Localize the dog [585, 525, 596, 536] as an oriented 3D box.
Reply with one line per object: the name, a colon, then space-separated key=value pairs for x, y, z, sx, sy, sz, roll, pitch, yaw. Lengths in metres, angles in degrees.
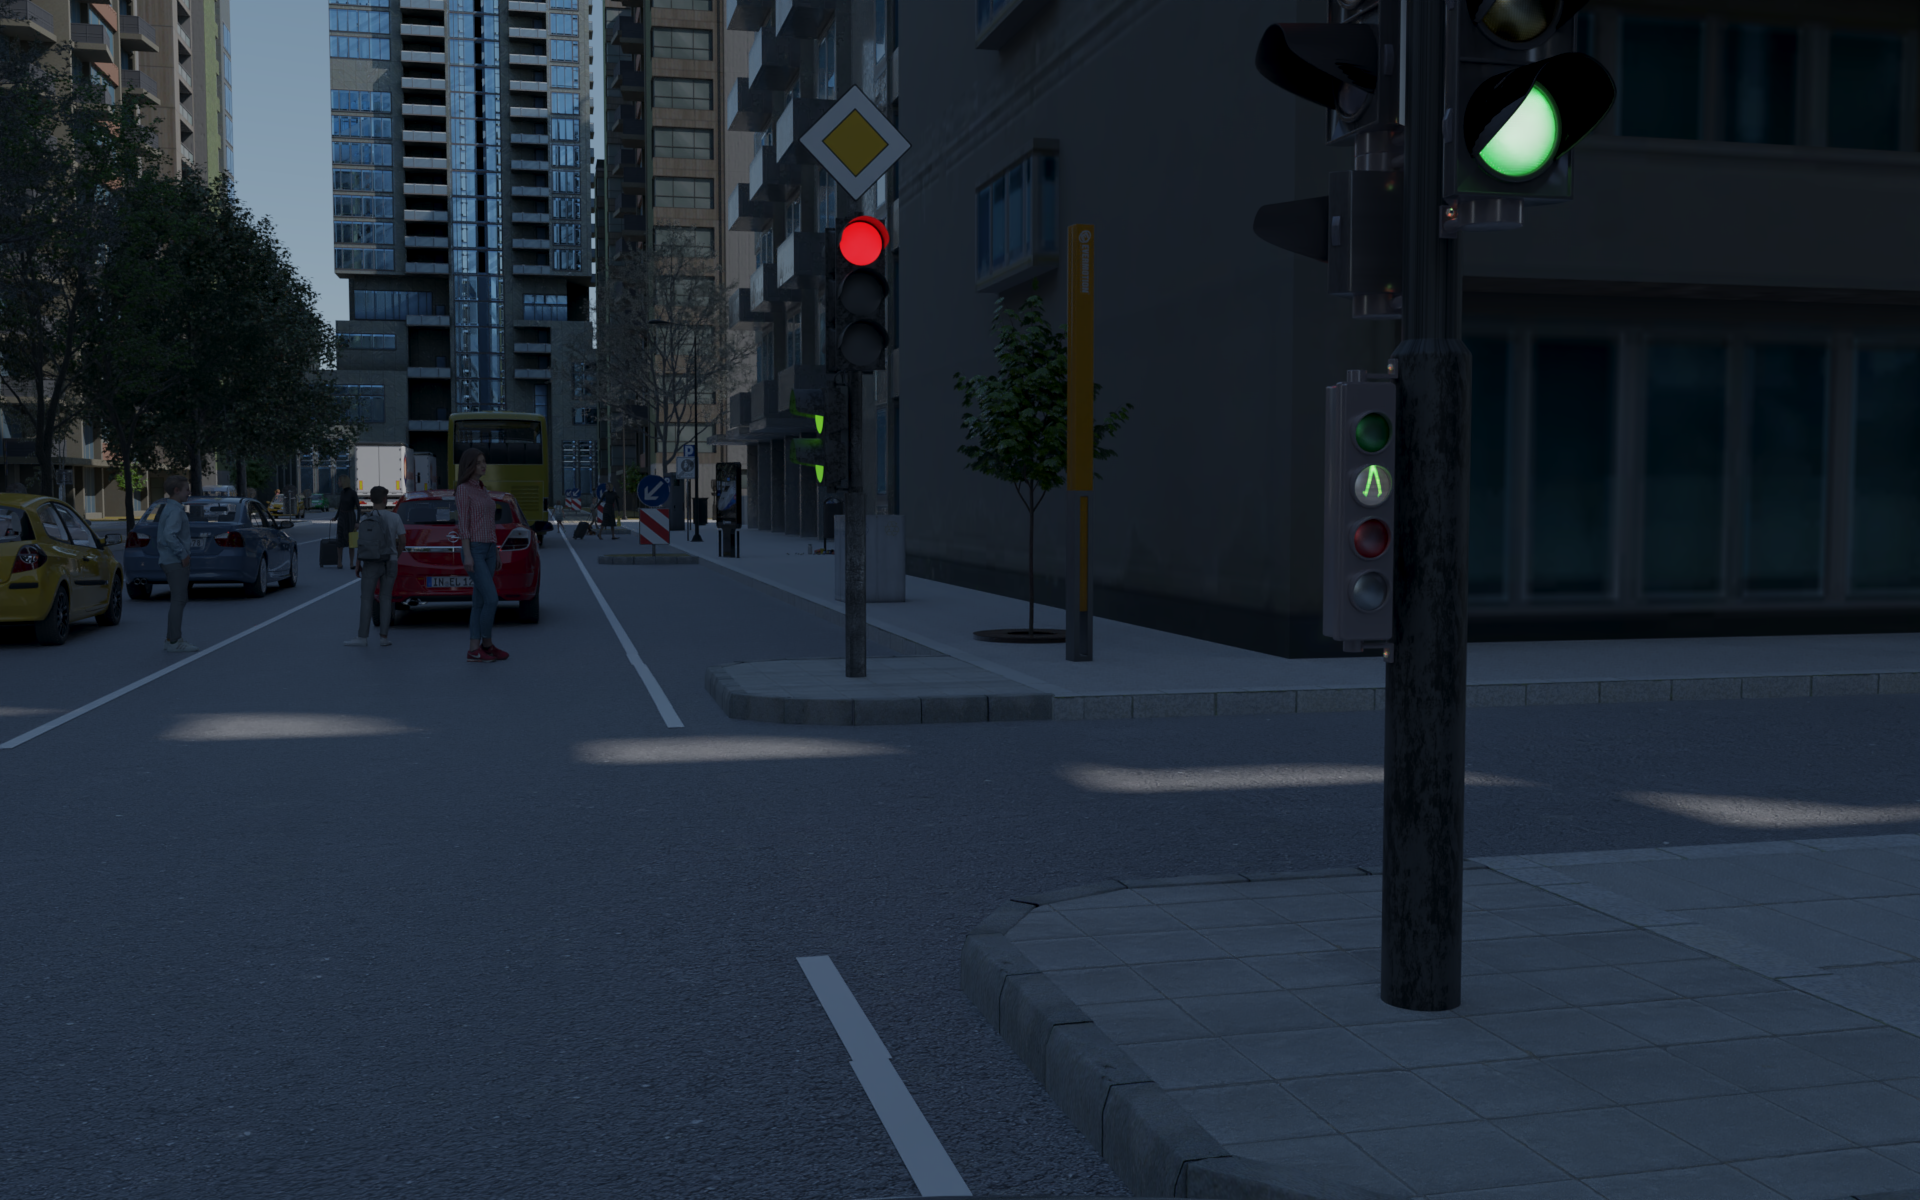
dog: x=-12.881 y=-2.441 z=60.110 sx=0.550 sy=0.427 sz=0.748 roll=1 pitch=4 yaw=9

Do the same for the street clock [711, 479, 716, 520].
street clock: x=-11.955 y=-4.875 z=84.278 sx=0.358 sy=2.002 sz=0.471 roll=-1 pitch=4 yaw=-20

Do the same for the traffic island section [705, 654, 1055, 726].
traffic island section: x=-0.709 y=0.618 z=12.174 sx=2.009 sy=0.180 sz=2.903 roll=-1 pitch=4 yaw=-14

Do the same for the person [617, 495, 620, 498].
person: x=-22.846 y=-6.520 z=113.377 sx=1.217 sy=1.736 sz=0.721 roll=0 pitch=4 yaw=-5

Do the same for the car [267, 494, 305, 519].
car: x=-39.477 y=-5.582 z=101.488 sx=2.015 sy=1.641 sz=3.980 roll=-1 pitch=4 yaw=-15

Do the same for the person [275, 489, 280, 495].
person: x=-45.078 y=-6.455 z=114.763 sx=0.721 sy=1.743 sz=1.217 roll=-1 pitch=4 yaw=-11

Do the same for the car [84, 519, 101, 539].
car: x=-15.441 y=-0.973 z=28.267 sx=2.083 sy=1.381 sz=4.827 roll=-1 pitch=4 yaw=-13

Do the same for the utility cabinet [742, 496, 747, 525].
utility cabinet: x=-8.855 y=-3.761 z=72.659 sx=0.306 sy=1.237 sz=1.020 roll=2 pitch=4 yaw=32

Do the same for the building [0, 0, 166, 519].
building: x=-55.255 y=-26.661 z=90.530 sx=22.147 sy=44.769 sz=28.867 roll=-1 pitch=4 yaw=-14

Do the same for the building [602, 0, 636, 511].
building: x=-21.416 y=-27.869 z=139.257 sx=14.154 sy=41.232 sz=14.086 roll=-1 pitch=4 yaw=-14

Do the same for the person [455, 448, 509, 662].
person: x=-4.097 y=-0.382 z=14.757 sx=0.388 sy=1.821 sz=0.555 roll=0 pitch=4 yaw=2

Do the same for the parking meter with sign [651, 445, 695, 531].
parking meter with sign: x=-10.028 y=-3.935 z=60.593 sx=0.543 sy=3.016 sz=1.738 roll=3 pitch=4 yaw=36

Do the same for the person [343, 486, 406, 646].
person: x=-5.525 y=-0.322 z=16.359 sx=0.523 sy=1.515 sz=0.503 roll=2 pitch=4 yaw=28

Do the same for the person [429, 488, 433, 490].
person: x=-34.179 y=-6.321 z=111.925 sx=0.705 sy=1.814 sz=1.350 roll=3 pitch=4 yaw=37

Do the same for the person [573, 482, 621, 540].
person: x=-11.395 y=-2.807 z=54.609 sx=1.509 sy=1.804 sz=0.699 roll=1 pitch=4 yaw=21

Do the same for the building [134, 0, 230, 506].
building: x=-56.582 y=-26.225 z=112.375 sx=14.154 sy=41.232 sz=14.086 roll=-1 pitch=4 yaw=-14

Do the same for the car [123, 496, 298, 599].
car: x=-10.756 y=-0.796 z=25.013 sx=2.014 sy=1.417 sz=4.499 roll=-1 pitch=4 yaw=-13

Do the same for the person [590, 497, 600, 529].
person: x=-14.485 y=-3.418 z=68.651 sx=0.640 sy=1.303 sz=0.475 roll=1 pitch=4 yaw=11

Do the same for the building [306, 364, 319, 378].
building: x=-80.329 y=-19.989 z=171.864 sx=28.899 sy=21.520 sz=27.650 roll=-1 pitch=4 yaw=-14

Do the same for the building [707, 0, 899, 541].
building: x=4.494 y=-26.634 z=55.071 sx=23.786 sy=49.044 sz=30.456 roll=-1 pitch=4 yaw=-14

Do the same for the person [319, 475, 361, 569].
person: x=-11.880 y=-1.505 z=33.332 sx=0.699 sy=1.804 sz=1.509 roll=-2 pitch=4 yaw=-28

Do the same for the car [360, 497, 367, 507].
car: x=-51.653 y=-8.529 z=152.031 sx=1.945 sy=1.354 sz=3.894 roll=-1 pitch=4 yaw=-12

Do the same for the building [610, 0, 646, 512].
building: x=-12.370 y=-28.412 z=119.157 sx=22.147 sy=44.769 sz=28.867 roll=-1 pitch=4 yaw=-14

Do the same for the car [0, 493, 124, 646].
car: x=-9.694 y=-0.448 z=17.541 sx=2.015 sy=1.641 sz=3.980 roll=-1 pitch=4 yaw=-15

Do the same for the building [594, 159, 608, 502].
building: x=-25.140 y=-23.350 z=153.479 sx=14.160 sy=30.474 sz=14.107 roll=-1 pitch=4 yaw=-14

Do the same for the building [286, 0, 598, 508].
building: x=-50.206 y=-52.659 z=173.642 sx=31.000 sy=86.520 sz=22.319 roll=-1 pitch=4 yaw=-14

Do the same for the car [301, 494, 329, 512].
car: x=-51.642 y=-7.944 z=138.683 sx=1.959 sy=1.807 sz=4.718 roll=-1 pitch=4 yaw=-13

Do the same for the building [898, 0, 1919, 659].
building: x=10.252 y=-24.531 z=24.782 sx=21.600 sy=48.544 sz=21.300 roll=-1 pitch=4 yaw=-14

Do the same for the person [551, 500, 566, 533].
person: x=-14.794 y=-3.074 z=63.769 sx=0.505 sy=1.210 sz=0.382 roll=-2 pitch=4 yaw=-29

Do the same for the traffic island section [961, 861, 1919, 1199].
traffic island section: x=1.177 y=1.093 z=4.414 sx=2.009 sy=0.180 sz=2.903 roll=-1 pitch=4 yaw=-14

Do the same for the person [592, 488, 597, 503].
person: x=-29.891 y=-8.278 z=141.465 sx=0.705 sy=1.814 sz=1.350 roll=0 pitch=4 yaw=-5

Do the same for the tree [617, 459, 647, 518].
tree: x=-17.787 y=-6.068 z=93.820 sx=1.663 sy=3.219 sz=1.824 roll=0 pitch=3 yaw=0

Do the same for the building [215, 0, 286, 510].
building: x=-71.103 y=-50.390 z=136.549 sx=31.000 sy=86.520 sz=22.319 roll=-1 pitch=4 yaw=-14

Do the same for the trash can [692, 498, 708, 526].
trash can: x=-10.596 y=-3.608 z=70.650 sx=0.748 sy=1.137 sz=0.748 roll=0 pitch=3 yaw=0

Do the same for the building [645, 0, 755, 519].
building: x=-10.557 y=-19.921 z=97.414 sx=14.160 sy=30.474 sz=14.107 roll=-1 pitch=4 yaw=-14

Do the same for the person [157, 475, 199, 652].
person: x=-7.125 y=-0.334 z=15.767 sx=0.330 sy=1.601 sz=0.589 roll=-1 pitch=4 yaw=-21

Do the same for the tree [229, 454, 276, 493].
tree: x=-51.242 y=-8.656 z=125.240 sx=4.285 sy=4.588 sz=4.351 roll=0 pitch=3 yaw=0

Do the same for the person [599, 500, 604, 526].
person: x=-15.862 y=-4.165 z=77.143 sx=0.519 sy=1.759 sz=0.362 roll=-3 pitch=5 yaw=-42

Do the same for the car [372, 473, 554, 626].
car: x=-5.883 y=-0.695 z=20.406 sx=2.155 sy=1.783 sz=4.494 roll=-1 pitch=4 yaw=-14
